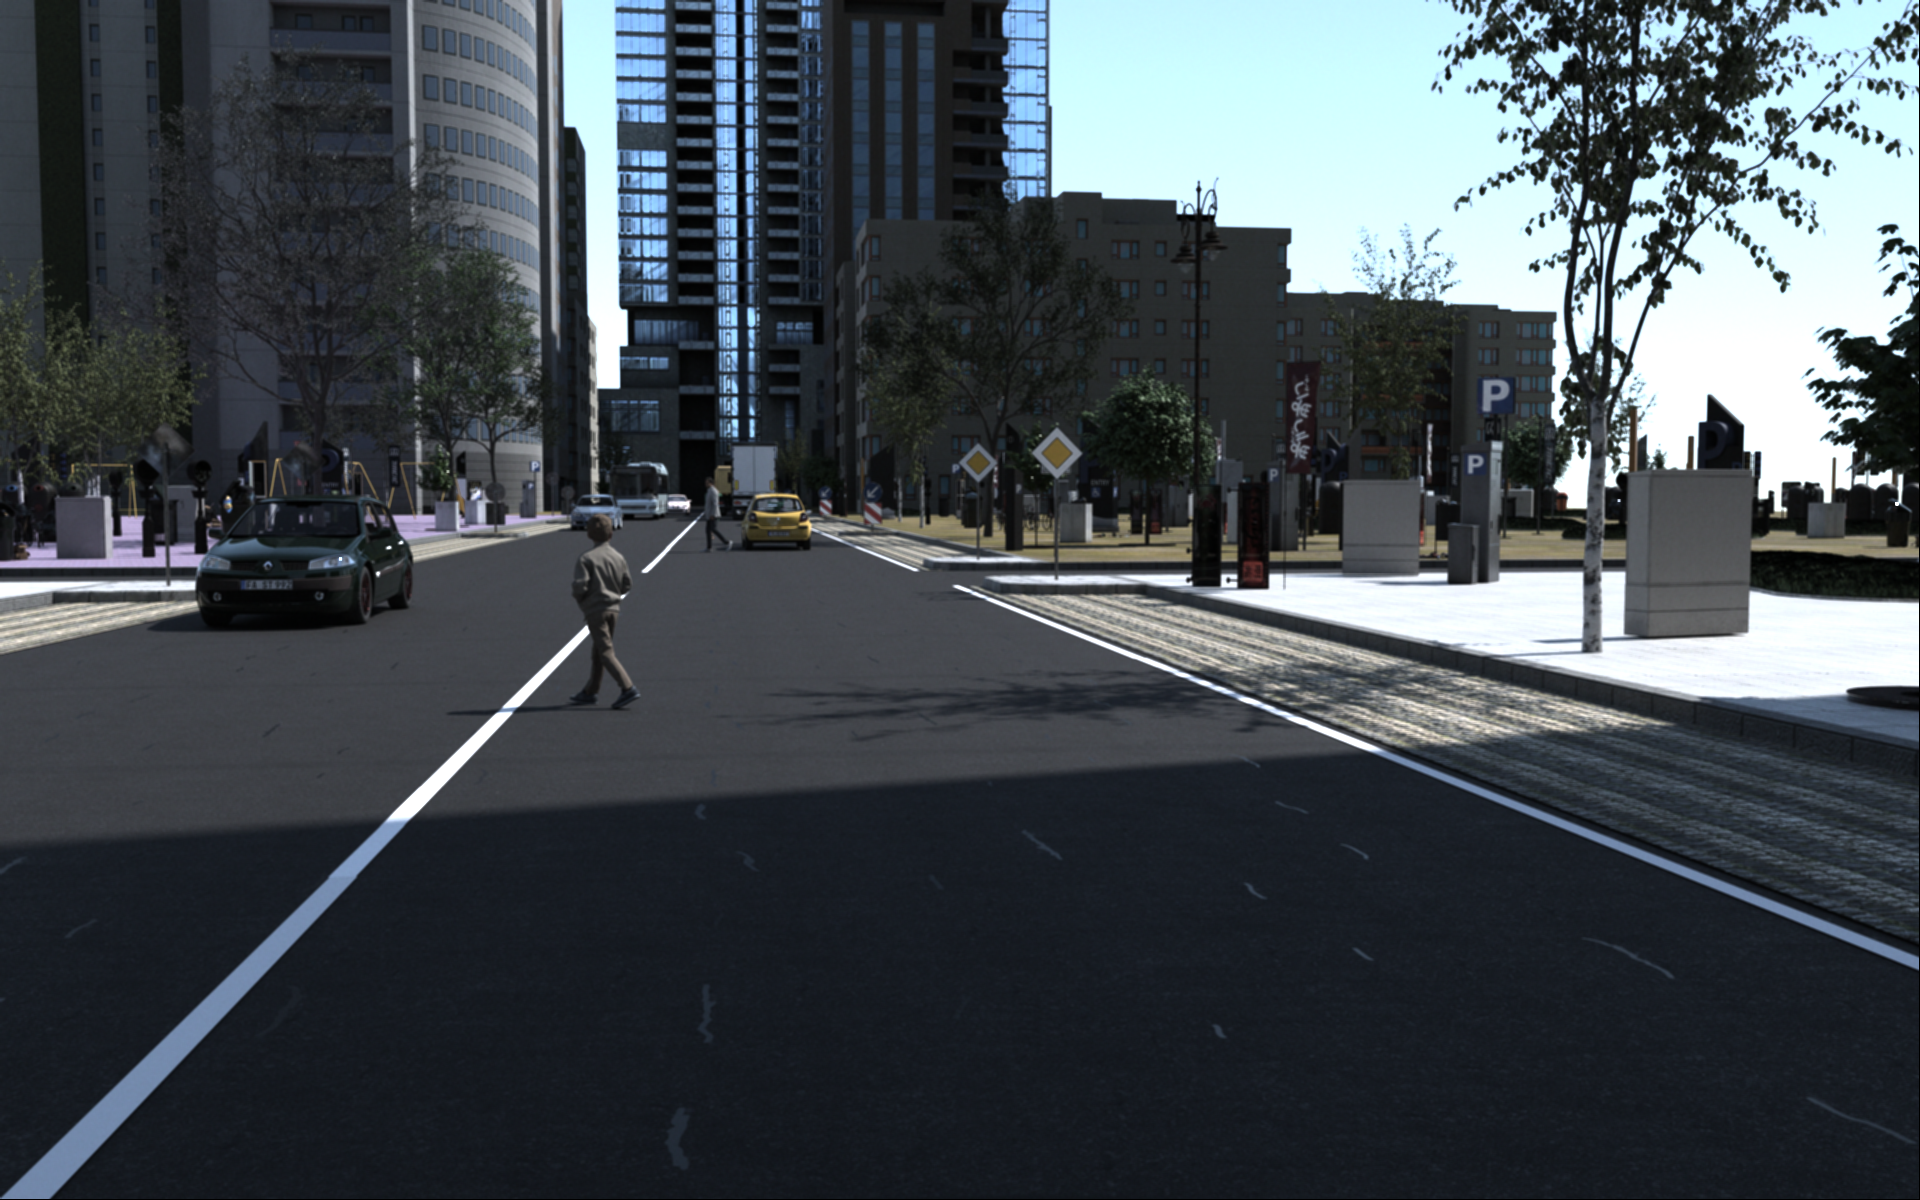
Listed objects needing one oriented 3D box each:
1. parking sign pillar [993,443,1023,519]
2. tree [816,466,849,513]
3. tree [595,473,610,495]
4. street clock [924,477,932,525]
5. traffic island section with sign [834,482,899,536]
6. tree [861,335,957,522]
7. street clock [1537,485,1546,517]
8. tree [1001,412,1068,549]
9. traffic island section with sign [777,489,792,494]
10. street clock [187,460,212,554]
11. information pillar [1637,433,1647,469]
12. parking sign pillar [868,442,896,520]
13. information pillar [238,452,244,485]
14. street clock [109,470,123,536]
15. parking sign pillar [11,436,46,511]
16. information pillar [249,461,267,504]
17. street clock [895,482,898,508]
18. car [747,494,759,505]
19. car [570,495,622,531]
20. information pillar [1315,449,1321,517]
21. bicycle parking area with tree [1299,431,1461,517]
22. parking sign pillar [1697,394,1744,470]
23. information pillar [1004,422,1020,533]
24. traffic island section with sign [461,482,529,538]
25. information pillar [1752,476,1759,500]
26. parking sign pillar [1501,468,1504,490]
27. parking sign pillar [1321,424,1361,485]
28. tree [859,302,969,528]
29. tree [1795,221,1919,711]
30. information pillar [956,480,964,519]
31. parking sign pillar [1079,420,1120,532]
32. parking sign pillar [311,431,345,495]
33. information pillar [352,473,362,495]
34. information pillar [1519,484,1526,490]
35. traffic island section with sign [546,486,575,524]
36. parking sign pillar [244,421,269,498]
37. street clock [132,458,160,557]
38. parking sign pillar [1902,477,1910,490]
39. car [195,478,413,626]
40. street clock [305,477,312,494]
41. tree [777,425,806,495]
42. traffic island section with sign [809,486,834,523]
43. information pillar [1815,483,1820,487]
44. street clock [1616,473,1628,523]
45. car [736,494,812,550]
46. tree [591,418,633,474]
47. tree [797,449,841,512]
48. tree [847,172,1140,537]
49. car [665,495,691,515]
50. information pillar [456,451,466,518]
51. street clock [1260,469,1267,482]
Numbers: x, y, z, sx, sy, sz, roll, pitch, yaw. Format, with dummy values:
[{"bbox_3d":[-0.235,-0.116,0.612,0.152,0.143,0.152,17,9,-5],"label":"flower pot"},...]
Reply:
[{"bbox_3d":[2.543,-6.118,88.508,1.447,3.967,1.447,-1,4,-17],"label":"parking sign pillar"},{"bbox_3d":[-8.537,-7.472,116.774,1.663,3.219,1.824,0,3,0],"label":"tree"},{"bbox_3d":[-32.004,-9.838,155.452,1.663,3.219,1.824,0,3,0],"label":"tree"},{"bbox_3d":[-1.348,-4.180,72.918,0.358,2.002,0.471,0,4,-7],"label":"street clock"},{"bbox_3d":[-3.180,-3.123,59.684,1.989,1.847,2.006,0,4,-8],"label":"traffic island section with sign"},{"bbox_3d":[-2.559,-7.903,79.570,4.360,8.622,3.978,0,3,0],"label":"tree"},{"bbox_3d":[24.907,-4.265,74.304,0.358,2.002,0.471,-1,4,-21],"label":"street clock"},{"bbox_3d":[1.766,-2.848,41.168,1.663,3.219,1.824,0,3,0],"label":"tree"},{"bbox_3d":[-13.621,-7.776,135.771,1.989,1.847,2.006,0,4,-8],"label":"traffic island section with sign"},{"bbox_3d":[-16.221,-1.982,36.978,0.358,2.002,0.471,2,4,24],"label":"street clock"},{"bbox_3d":[26.255,-4.617,66.842,0.504,3.616,0.183,0,4,0],"label":"information pillar"},{"bbox_3d":[-3.990,-6.079,87.856,1.447,3.967,1.447,-1,4,-21],"label":"parking sign pillar"},{"bbox_3d":[-36.908,-5.987,89.242,0.504,3.616,0.183,-2,4,-24],"label":"information pillar"},{"bbox_3d":[-25.729,-2.952,52.830,0.358,2.002,0.471,0,4,-4],"label":"street clock"},{"bbox_3d":[-41.450,-5.420,77.083,1.447,3.967,1.447,0,4,2],"label":"parking sign pillar"},{"bbox_3d":[-15.617,-2.083,38.545,0.304,2.012,0.304,-2,4,-34],"label":"information pillar"},{"bbox_3d":[-3.858,-6.098,104.276,0.471,2.002,0.358,2,4,32],"label":"street clock"},{"bbox_3d":[-8.802,-4.184,80.201,2.131,1.459,4.920,0,4,-7],"label":"car"},{"bbox_3d":[-14.567,-3.517,69.507,2.014,1.417,4.499,0,4,-7],"label":"car"},{"bbox_3d":[18.224,-5.886,87.588,0.504,3.616,0.183,1,4,20],"label":"information pillar"},{"bbox_3d":[19.688,-5.768,81.304,9.016,4.147,8.231,0,4,-8],"label":"bicycle parking area with tree"},{"bbox_3d":[20.175,-3.518,45.987,1.447,3.967,1.447,-1,4,-16],"label":"parking sign pillar"},{"bbox_3d":[1.713,-3.989,56.575,0.504,3.616,0.183,-1,4,-20],"label":"information pillar"},{"bbox_3d":[-15.246,-2.951,56.883,1.989,1.847,2.006,0,4,-8],"label":"traffic island section with sign"},{"bbox_3d":[32.988,-4.132,72.048,0.304,2.012,0.304,-1,4,-17],"label":"information pillar"},{"bbox_3d":[30.223,-6.723,98.386,1.447,3.967,1.447,2,4,35],"label":"parking sign pillar"},{"bbox_3d":[14.815,-4.734,65.880,1.447,3.967,1.447,2,4,33],"label":"parking sign pillar"},{"bbox_3d":[-1.677,-7.026,65.246,4.737,8.622,4.395,0,3,0],"label":"tree"},{"bbox_3d":[6.024,-0.982,10.654,1.663,3.219,1.824,0,3,0],"label":"tree"},{"bbox_3d":[0.020,-5.140,88.529,0.304,2.012,0.304,2,4,32],"label":"information pillar"},{"bbox_3d":[4.683,-4.288,58.577,1.447,3.967,1.447,2,4,31],"label":"parking sign pillar"},{"bbox_3d":[-27.024,-5.232,74.014,1.447,3.967,1.447,0,4,-3],"label":"parking sign pillar"},{"bbox_3d":[-20.702,-3.365,59.517,0.304,2.012,0.304,-2,4,-24],"label":"information pillar"},{"bbox_3d":[35.725,-7.254,109.956,0.504,3.616,0.183,1,4,16],"label":"information pillar"},{"bbox_3d":[-18.905,-4.590,83.676,1.989,1.847,2.006,0,4,-8],"label":"traffic island section with sign"},{"bbox_3d":[-25.848,-4.597,63.627,1.447,3.967,1.447,0,4,-1],"label":"parking sign pillar"},{"bbox_3d":[-16.484,-1.869,35.136,0.471,2.002,0.358,-3,5,-43],"label":"street clock"},{"bbox_3d":[52.810,-6.575,95.974,1.447,3.967,1.447,0,4,-2],"label":"parking sign pillar"},{"bbox_3d":[-7.552,-0.637,20.197,2.009,1.686,4.222,0,4,-8],"label":"car"},{"bbox_3d":[-26.306,-3.990,69.799,0.358,2.002,0.471,-1,4,-22],"label":"street clock"},{"bbox_3d":[-17.777,-14.340,184.828,4.737,8.622,4.395,0,3,0],"label":"tree"},{"bbox_3d":[-6.861,-4.756,86.388,1.989,1.847,2.006,0,4,-8],"label":"traffic island section with sign"},{"bbox_3d":[54.959,-6.522,111.128,0.304,2.012,0.304,1,4,9],"label":"information pillar"},{"bbox_3d":[23.318,-3.447,60.928,0.358,2.002,0.471,-3,4,-36],"label":"street clock"},{"bbox_3d":[-4.871,-2.165,45.618,2.015,1.641,3.980,-1,4,-9],"label":"car"},{"bbox_3d":[-32.832,-13.084,164.287,4.737,8.622,4.395,0,3,0],"label":"tree"},{"bbox_3d":[-10.247,-8.721,126.303,4.285,4.588,4.351,0,3,0],"label":"tree"},{"bbox_3d":[0.843,-7.142,51.183,8.767,10.594,7.601,0,4,-4],"label":"tree"},{"bbox_3d":[-19.791,-6.636,120.866,2.083,1.381,4.827,0,4,-8],"label":"car"},{"bbox_3d":[-26.596,-6.182,92.429,0.504,3.616,0.183,-2,4,-25],"label":"information pillar"},{"bbox_3d":[8.910,-2.773,49.914,0.471,2.002,0.358,-1,4,-21],"label":"street clock"}]
